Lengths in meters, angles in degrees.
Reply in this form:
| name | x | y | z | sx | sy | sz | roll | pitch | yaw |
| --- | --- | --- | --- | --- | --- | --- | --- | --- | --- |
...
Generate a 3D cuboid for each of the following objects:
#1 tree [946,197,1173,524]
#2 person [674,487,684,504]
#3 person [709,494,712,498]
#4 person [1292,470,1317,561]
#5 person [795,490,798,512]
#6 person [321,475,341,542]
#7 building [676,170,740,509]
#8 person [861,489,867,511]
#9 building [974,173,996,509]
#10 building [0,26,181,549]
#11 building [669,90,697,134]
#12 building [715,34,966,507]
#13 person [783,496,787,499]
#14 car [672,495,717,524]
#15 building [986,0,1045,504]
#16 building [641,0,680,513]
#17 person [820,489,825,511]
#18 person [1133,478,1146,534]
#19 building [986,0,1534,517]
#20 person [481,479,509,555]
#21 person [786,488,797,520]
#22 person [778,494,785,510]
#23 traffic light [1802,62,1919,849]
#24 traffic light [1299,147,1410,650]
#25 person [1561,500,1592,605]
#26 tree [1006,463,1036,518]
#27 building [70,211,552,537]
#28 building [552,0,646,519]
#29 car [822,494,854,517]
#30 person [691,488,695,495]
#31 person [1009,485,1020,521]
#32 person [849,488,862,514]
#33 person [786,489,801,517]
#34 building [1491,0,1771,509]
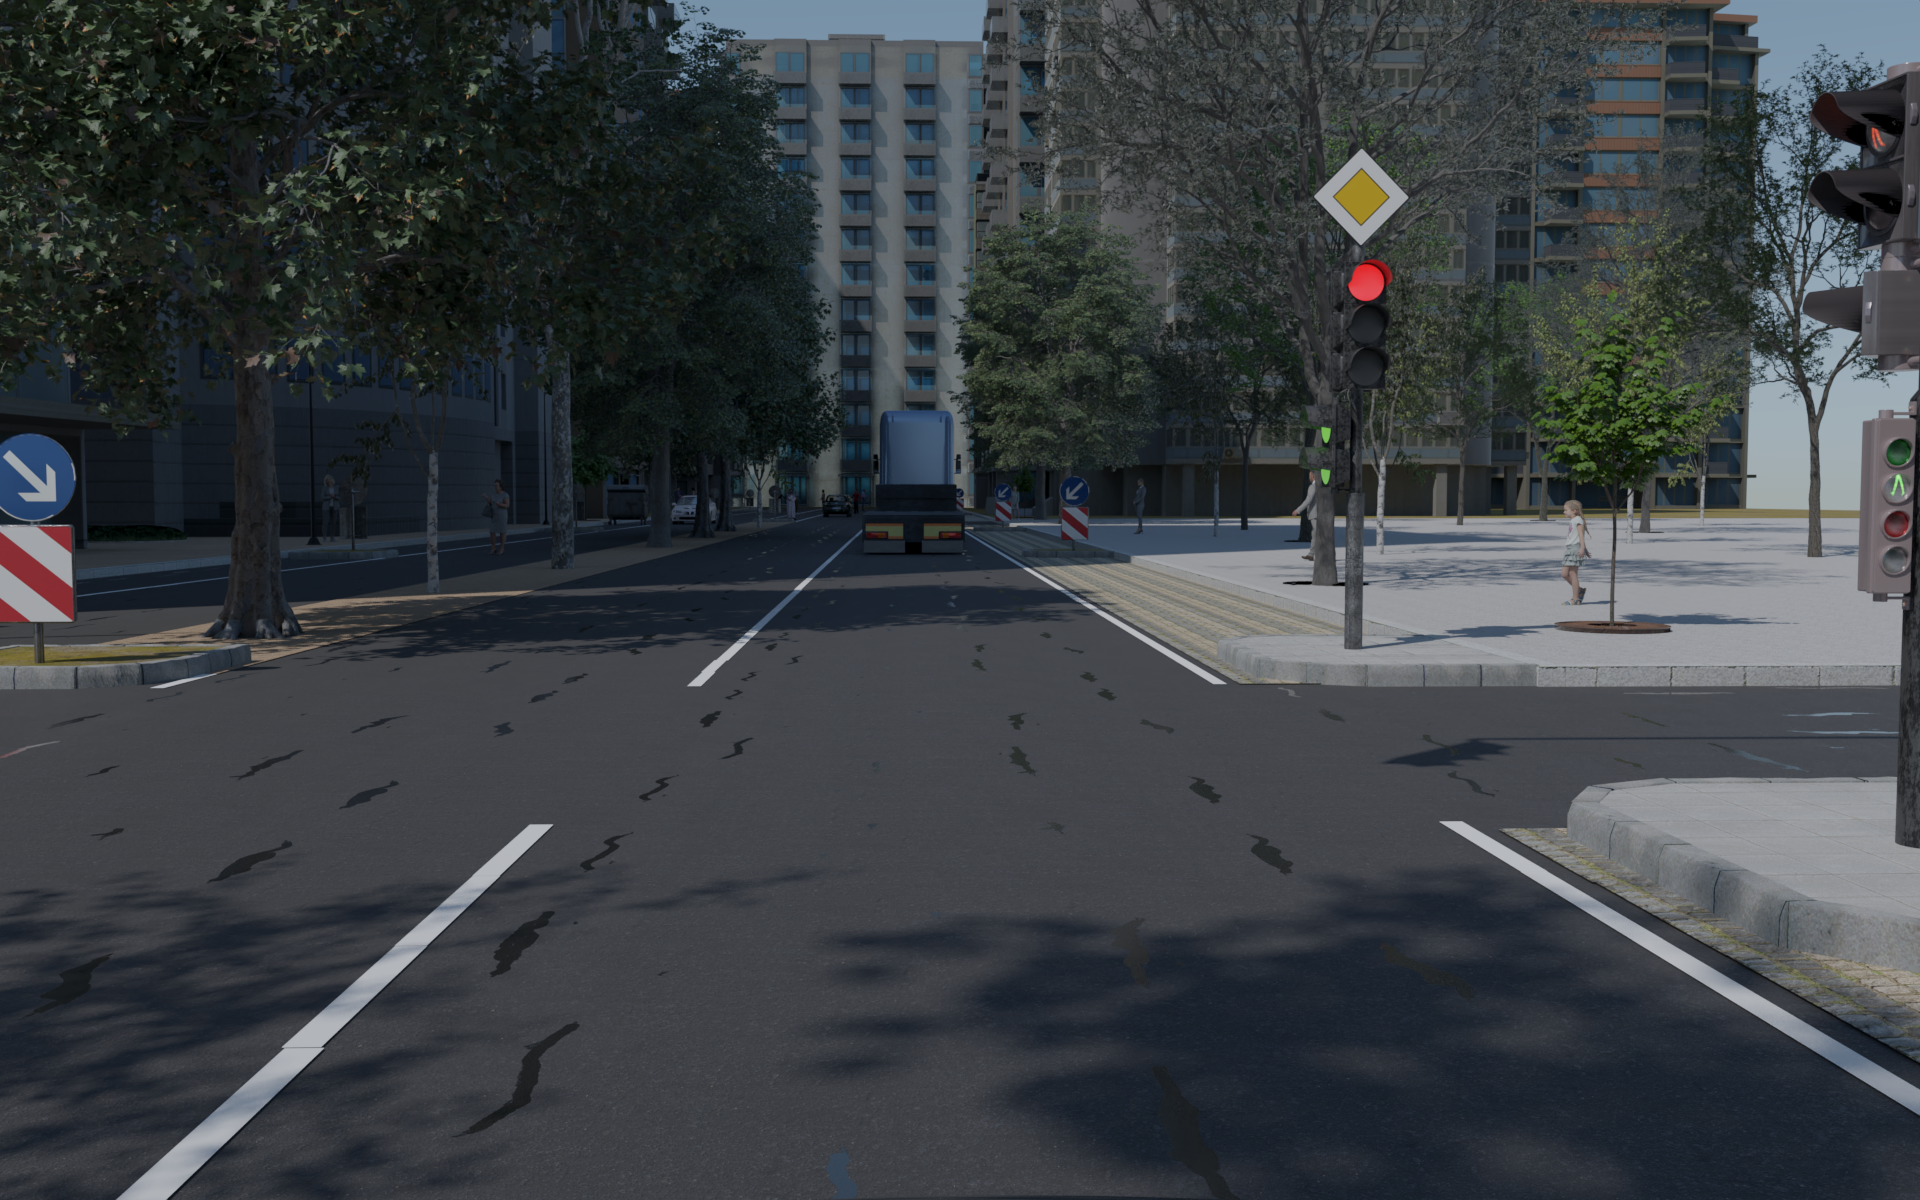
| name | x | y | z | sx | sy | sz | roll | pitch | yaw |
| --- | --- | --- | --- | --- | --- | --- | --- | --- | --- |
| tree | 4.402 | -10.185 | 73.184 | 9.857 | 13.997 | 8.962 | 0 | 3 | 0 |
| person | -18.637 | -6.655 | 115.293 | 0.683 | 1.767 | 0.568 | -3 | 4 | -38 |
| person | -15.535 | -5.878 | 107.862 | 0.557 | 1.426 | 1.065 | -2 | 4 | -28 |
| person | 6.798 | -1.628 | 32.931 | 0.678 | 1.792 | 0.850 | -3 | 5 | -44 |
| person | -13.327 | -7.994 | 139.931 | 0.721 | 1.736 | 1.217 | 0 | 4 | 1 |
| person | -16.845 | -2.460 | 46.453 | 0.537 | 1.800 | 0.526 | -2 | 4 | -23 |
| building | -27.375 | -23.603 | 157.606 | 14.107 | 30.474 | 14.160 | 0 | 4 | -2 |
| person | -7.945 | -8.348 | 144.863 | 0.599 | 1.838 | 0.709 | -1 | 4 | -15 |
| building | 8.190 | -23.665 | 158.630 | 14.160 | 30.474 | 14.107 | 0 | 4 | -2 |
| building | -31.104 | -26.652 | 25.002 | 28.713 | 52.752 | 27.495 | 0 | 4 | -2 |
| building | -40.519 | -32.286 | 182.505 | 28.867 | 44.769 | 22.147 | 0 | 4 | -2 |
| building | -10.874 | -34.481 | 183.371 | 30.456 | 49.044 | 23.786 | 0 | 4 | -2 |
| person | -15.735 | -9.187 | 159.228 | 1.217 | 1.766 | 0.721 | -3 | 4 | -36 |
| car | -12.783 | -4.350 | 83.477 | 2.083 | 1.381 | 4.827 | 0 | 4 | -3 |
| building | 13.157 | -31.534 | 135.186 | 23.786 | 49.044 | 30.456 | 0 | 4 | -2 |
| building | -31.165 | -30.485 | 118.033 | 23.786 | 49.044 | 30.456 | 0 | 4 | -2 |
| person | -11.416 | -8.302 | 144.245 | 0.705 | 1.823 | 1.348 | 0 | 4 | 6 |
| person | 5.715 | -3.024 | 55.755 | 0.573 | 1.790 | 0.520 | -2 | 4 | -31 |
| building | 18.044 | -25.466 | 108.253 | 32.217 | 40.220 | 23.993 | 0 | 4 | -2 |
| person | -10.962 | -1.947 | 40.694 | 0.716 | 1.782 | 0.532 | 1 | 4 | 21 |
| person | -9.397 | -5.325 | 96.238 | 0.621 | 1.740 | 0.551 | 3 | 5 | 42 |
| person | -16.075 | -8.973 | 154.834 | 1.348 | 1.869 | 0.705 | 3 | 5 | 41 |
| traffic light | 1.418 | -1.918 | 6.031 | 4.771 | 5.953 | 1.251 | 0 | 4 | -2 |
| traffic light | 3.236 | -1.548 | 14.224 | 0.839 | 4.253 | 0.868 | 0 | 4 | -2 |
| person | 7.132 | -0.542 | 19.920 | 0.382 | 1.210 | 0.505 | 0 | 4 | 3 |
| tree | 3.508 | -6.061 | 93.694 | 1.663 | 3.219 | 1.824 | 0 | 3 | 0 |
| building | -28.065 | -31.790 | 61.767 | 21.231 | 58.520 | 28.212 | 0 | 4 | -2 |
| building | -25.293 | -27.210 | 94.986 | 14.600 | 45.320 | 14.200 | 0 | 4 | -2 |
| car | -7.704 | -6.067 | 108.989 | 2.009 | 1.686 | 4.222 | 0 | 4 | -2 |
| person | -18.718 | -6.980 | 120.872 | 0.721 | 1.736 | 1.217 | -1 | 4 | -11 |
| person | 2.592 | -4.586 | 82.021 | 0.512 | 1.701 | 0.522 | 0 | 4 | 4 |
| person | -7.443 | -7.045 | 123.625 | 1.348 | 1.831 | 0.705 | 3 | 4 | 39 |
| person | -10.597 | -6.167 | 110.058 | 0.721 | 1.735 | 1.217 | 3 | 5 | 41 |
| building | 55.761 | -30.591 | 154.793 | 28.867 | 44.769 | 22.147 | 0 | 4 | -2 |
